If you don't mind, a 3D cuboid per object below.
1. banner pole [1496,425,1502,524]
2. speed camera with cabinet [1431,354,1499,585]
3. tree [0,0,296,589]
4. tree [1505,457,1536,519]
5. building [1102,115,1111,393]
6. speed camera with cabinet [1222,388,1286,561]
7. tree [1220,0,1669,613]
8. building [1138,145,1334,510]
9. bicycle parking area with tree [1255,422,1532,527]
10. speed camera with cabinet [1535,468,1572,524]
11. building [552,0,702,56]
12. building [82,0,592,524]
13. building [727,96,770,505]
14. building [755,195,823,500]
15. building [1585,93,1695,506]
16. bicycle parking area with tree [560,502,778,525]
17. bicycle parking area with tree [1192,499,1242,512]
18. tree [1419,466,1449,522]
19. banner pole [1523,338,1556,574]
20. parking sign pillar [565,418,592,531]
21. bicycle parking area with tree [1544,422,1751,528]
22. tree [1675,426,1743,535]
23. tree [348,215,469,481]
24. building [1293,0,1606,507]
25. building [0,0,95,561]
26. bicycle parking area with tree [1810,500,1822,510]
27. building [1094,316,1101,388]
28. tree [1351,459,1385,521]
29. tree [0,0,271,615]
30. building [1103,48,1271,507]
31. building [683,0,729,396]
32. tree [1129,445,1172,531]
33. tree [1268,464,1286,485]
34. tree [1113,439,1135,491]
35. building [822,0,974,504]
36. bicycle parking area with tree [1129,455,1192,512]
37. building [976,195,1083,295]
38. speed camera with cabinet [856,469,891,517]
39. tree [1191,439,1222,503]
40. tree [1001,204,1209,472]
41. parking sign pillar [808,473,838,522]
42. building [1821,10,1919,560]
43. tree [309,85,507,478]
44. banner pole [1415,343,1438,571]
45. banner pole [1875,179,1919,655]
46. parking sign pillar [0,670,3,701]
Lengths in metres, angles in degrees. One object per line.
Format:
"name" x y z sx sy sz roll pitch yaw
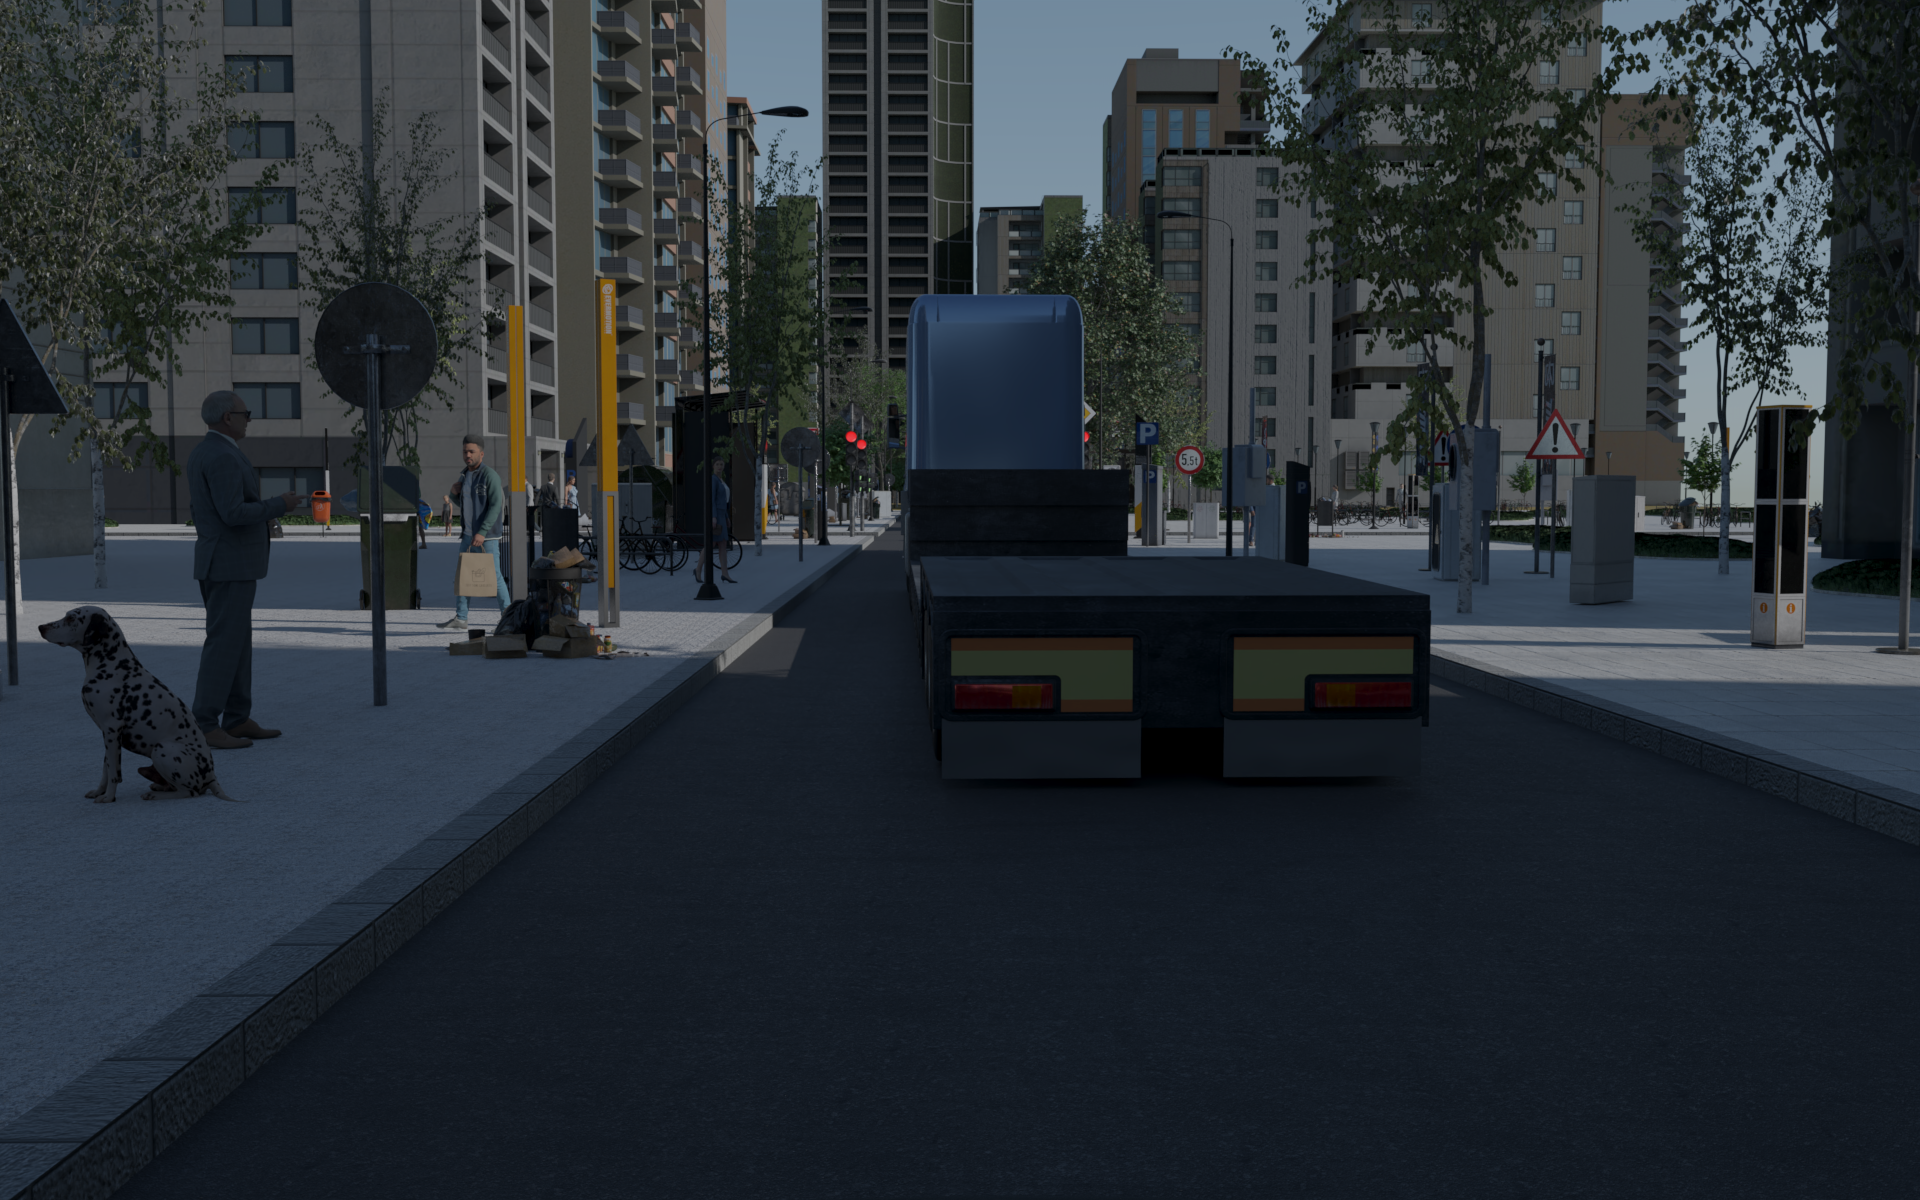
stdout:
"banner pole" 19.638 -4.483 63.319 0.401 3.779 0.863 0 4 -1
"speed camera with cabinet" 7.340 -1.891 25.252 0.660 3.252 2.038 0 4 6
"tree" -11.454 -4.464 23.353 4.737 8.622 4.395 0 3 0
"tree" 29.169 -5.830 89.922 1.663 3.219 1.824 0 3 0
"building" 22.389 -30.976 190.057 14.154 41.232 14.086 0 4 -1
"speed camera with cabinet" 5.809 -2.362 32.952 2.038 3.252 0.660 -3 5 -44
"tree" 5.236 -4.171 18.558 4.737 8.622 4.395 0 3 0
"building" 23.285 -22.978 147.397 14.160 30.474 14.107 0 4 -1
"bicycle parking area with tree" 17.830 -5.152 71.229 9.016 4.147 8.231 3 5 41
"speed camera with cabinet" 21.201 -4.046 60.487 2.038 3.252 0.660 1 4 10
"building" -29.311 -28.252 116.540 22.147 44.769 28.867 0 4 -1
"building" -28.254 -39.320 81.139 20.563 71.187 20.611 0 4 -1
"building" -34.767 -32.476 185.612 28.867 44.769 22.147 0 4 -1
"building" -26.182 -33.970 239.005 14.086 41.232 14.154 0 4 -1
"building" 70.195 -33.065 190.725 14.200 45.320 14.600 0 4 -1
"bicycle parking area with tree" -12.442 -5.135 70.959 8.231 4.147 9.016 3 5 40
"bicycle parking area with tree" 17.572 -6.315 90.255 8.231 4.147 9.016 -1 4 -10
"tree" 22.028 -5.245 80.350 1.663 3.219 1.824 0 3 0
"banner pole" 9.320 -2.300 27.630 0.401 3.779 0.863 0 4 -2
"parking sign pillar" -13.425 -4.414 60.644 1.447 3.967 1.447 0 4 4
"bicycle parking area with tree" 27.346 -5.042 69.443 8.231 4.147 9.016 2 4 27
"tree" 21.306 -3.368 49.667 1.663 3.219 1.824 0 3 0
"tree" -14.662 -5.797 45.143 4.737 8.622 4.395 0 3 0
"building" 49.477 -36.334 183.294 27.495 52.752 28.713 0 4 -1
"building" -32.450 -11.957 28.780 30.059 22.955 16.112 0 4 -1
"bicycle parking area with tree" 47.863 -6.198 88.344 9.016 4.147 8.231 3 4 36
"building" 23.820 -28.589 239.124 14.107 30.474 14.160 0 4 -1
"tree" 20.092 -5.481 84.221 1.663 3.219 1.824 0 3 0
"tree" -9.849 -4.150 18.216 4.360 8.622 3.978 0 3 0
"building" 22.916 -32.151 175.775 14.600 45.320 14.200 0 4 -1
"building" -26.612 -30.021 140.954 14.600 45.320 14.200 0 4 -1
"tree" 6.952 -4.062 61.015 1.663 3.219 1.824 0 3 0
"tree" 20.284 -7.210 112.484 1.663 3.219 1.824 0 3 0
"tree" 13.226 -10.907 128.695 4.360 8.622 3.978 0 3 0
"building" -8.345 -49.138 241.658 20.611 71.187 20.563 0 4 -1
"bicycle parking area with tree" 13.634 -8.230 121.561 9.016 4.147 8.231 0 4 -7
"building" 9.402 -33.966 238.944 14.086 41.232 14.154 0 4 -1
"speed camera with cabinet" -4.868 -6.194 95.600 2.038 3.252 0.660 -1 4 -15
"tree" 15.062 -7.386 104.473 4.285 4.588 4.351 0 3 0
"tree" 5.129 -9.274 68.638 9.611 12.733 9.660 0 3 0
"parking sign pillar" -6.384 -5.618 80.328 1.447 3.967 1.447 -1 4 -19
"building" 28.119 -24.422 22.995 21.300 48.544 21.600 0 4 -1
"tree" -10.679 -5.014 32.339 4.360 8.622 3.978 0 3 0
"banner pole" 7.822 -2.388 29.056 0.401 3.779 0.863 -1 4 -10
"banner pole" 7.842 -1.459 13.880 0.863 3.779 0.401 0 4 -4
"parking sign pillar" -6.612 -1.338 10.351 1.447 3.967 1.447 -3 4 -38
